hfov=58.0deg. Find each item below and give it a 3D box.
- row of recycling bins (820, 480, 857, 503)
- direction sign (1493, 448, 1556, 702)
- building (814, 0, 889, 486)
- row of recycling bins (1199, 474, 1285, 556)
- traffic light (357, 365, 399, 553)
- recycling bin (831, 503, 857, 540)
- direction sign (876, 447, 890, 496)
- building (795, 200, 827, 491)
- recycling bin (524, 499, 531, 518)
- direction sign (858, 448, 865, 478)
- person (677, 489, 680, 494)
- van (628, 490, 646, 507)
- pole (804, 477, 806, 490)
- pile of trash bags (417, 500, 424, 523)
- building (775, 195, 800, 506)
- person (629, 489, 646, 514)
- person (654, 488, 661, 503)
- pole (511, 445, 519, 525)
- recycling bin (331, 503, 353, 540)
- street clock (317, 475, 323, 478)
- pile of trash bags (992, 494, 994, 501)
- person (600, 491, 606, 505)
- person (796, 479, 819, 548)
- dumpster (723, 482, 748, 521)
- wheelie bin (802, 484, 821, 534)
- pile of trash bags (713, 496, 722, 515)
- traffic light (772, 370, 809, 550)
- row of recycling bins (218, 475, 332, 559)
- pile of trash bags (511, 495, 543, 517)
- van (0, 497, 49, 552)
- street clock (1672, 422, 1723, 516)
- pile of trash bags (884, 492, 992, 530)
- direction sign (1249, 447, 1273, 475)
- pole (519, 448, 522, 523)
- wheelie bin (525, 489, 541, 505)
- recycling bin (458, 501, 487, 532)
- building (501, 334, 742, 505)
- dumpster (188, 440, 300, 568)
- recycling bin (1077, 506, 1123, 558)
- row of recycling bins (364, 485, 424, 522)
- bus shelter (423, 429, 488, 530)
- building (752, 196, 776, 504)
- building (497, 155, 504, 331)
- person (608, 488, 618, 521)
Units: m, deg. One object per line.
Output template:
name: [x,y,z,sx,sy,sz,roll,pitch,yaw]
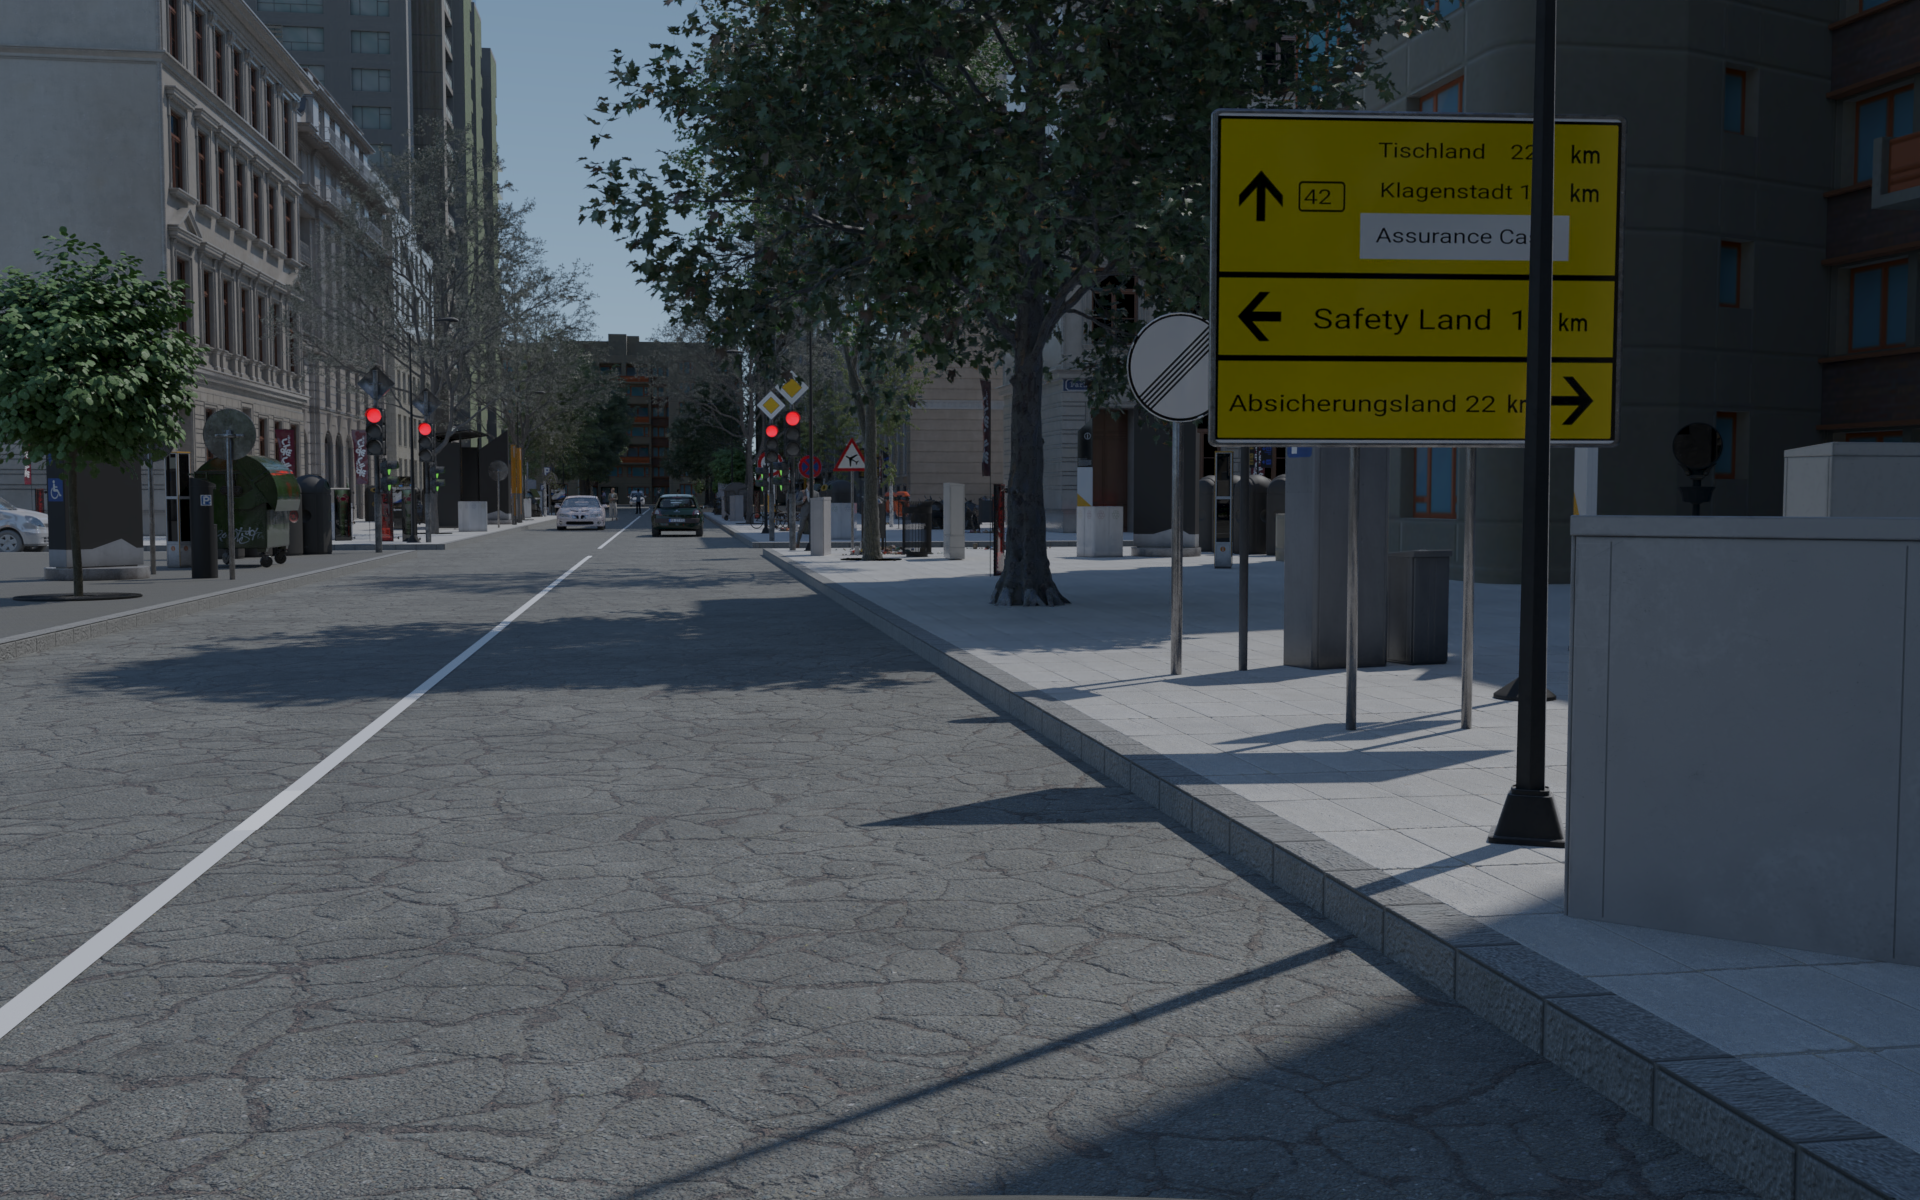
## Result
row of recycling bins: [-3.600,-2.728,51.715,1.069,1.692,3.534,-1,4,-8]
direction sign: [3.543,-1.148,10.763,0.876,3.537,0.379,-1,4,-11]
building: [-0.218,-31.867,140.631,23.786,49.044,30.456,-1,4,-10]
row of recycling bins: [6.184,-1.854,37.420,1.069,1.692,3.534,-2,4,-26]
traffic light: [-12.715,-2.991,37.832,0.839,4.253,0.868,-1,4,-10]
recycling bin: [-3.313,-2.229,48.995,0.722,1.027,0.722,0,4,4]
direction sign: [-3.816,-5.628,84.016,0.876,3.537,0.379,1,4,11]
building: [-8.085,-31.334,162.423,14.600,45.320,14.200,-1,4,-10]
recycling bin: [-23.312,-4.866,92.113,0.722,1.027,0.722,2,4,33]
direction sign: [-4.617,-5.694,85.088,0.876,3.537,0.379,-3,4,-37]
person: [-21.857,-7.716,134.660,0.705,1.823,1.348,0,4,2]
van: [-36.196,-11.449,194.206,2.013,2.044,4.112,-1,4,-10]
pole: [-10.751,-7.735,120.307,0.158,3.312,0.155,0,3,0]
pile of trash bags: [-23.190,-4.039,75.784,1.912,1.369,3.447,-1,4,-20]
building: [-7.982,-34.055,180.492,21.300,48.544,21.600,-1,4,-10]
person: [-23.288,-7.147,125.333,1.348,1.826,0.705,-2,4,-35]
person: [-19.757,-6.448,113.702,0.755,1.850,0.659,-1,4,-10]
pole: [-18.521,-4.773,71.889,0.158,3.312,0.155,0,3,0]
recycling bin: [-17.460,-2.190,48.353,0.722,1.027,0.722,1,4,16]
street clock: [-24.991,-3.843,67.410,0.471,2.002,0.358,-2,4,-27]
pile of trash bags: [0.339,-3.872,73.065,3.447,1.369,1.912,-1,4,-22]
person: [-41.375,-11.755,200.559,0.599,1.838,0.709,-2,4,-35]
person: [-3.809,-2.140,43.456,0.622,1.834,0.822,-2,4,-24]
dumpster: [-10.857,-4.794,84.145,1.264,1.857,1.865,-1,4,-10]
wheelie bin: [-4.649,-2.886,55.096,0.693,1.594,0.980,-3,5,-41]
pile of trash bags: [-14.407,-6.005,107.927,1.912,1.369,3.447,0,4,-7]
traffic light: [-3.832,-3.084,39.339,0.839,4.253,0.868,-1,4,-10]
row of recycling bins: [-14.300,-1.744,35.625,1.069,1.692,3.534,1,4,17]
pile of trash bags: [-24.376,-5.256,95.683,1.912,1.369,3.447,0,4,5]
van: [-23.360,-2.050,40.537,4.112,2.044,2.013,0,4,-8]
street clock: [7.483,-0.798,17.611,0.471,2.002,0.358,2,4,25]
pile of trash bags: [-0.894,-3.272,63.243,3.447,1.369,1.912,2,4,27]
direction sign: [8.860,-3.643,51.562,0.876,3.537,0.379,2,4,24]
pole: [-19.509,-5.065,76.663,0.158,3.312,0.155,0,3,0]
wheelie bin: [-25.071,-5.730,101.593,0.693,1.594,0.980,1,4,22]
recycling bin: [-16.640,-2.850,59.151,0.722,1.027,0.722,3,5,41]
building: [-43.248,-23.190,224.193,28.899,21.520,27.650,-1,4,-10]
dumpster: [-12.708,-1.730,30.785,1.502,2.255,1.985,-1,4,-9]
recycling bin: [2.853,-1.395,35.366,0.722,1.027,0.722,-2,4,-26]
row of recycling bins: [-26.169,-4.531,81.202,3.534,1.692,1.069,0,4,2]
bus shelter: [-19.050,-4.549,65.653,1.731,3.624,6.357,-1,4,-10]
building: [-14.026,-34.915,225.489,28.867,44.769,22.147,-1,4,-10]
building: [-72.646,-36.521,216.724,30.456,49.044,23.786,-1,4,-10]
person: [-18.803,-5.183,93.796,0.519,1.759,0.362,0,4,-1]
